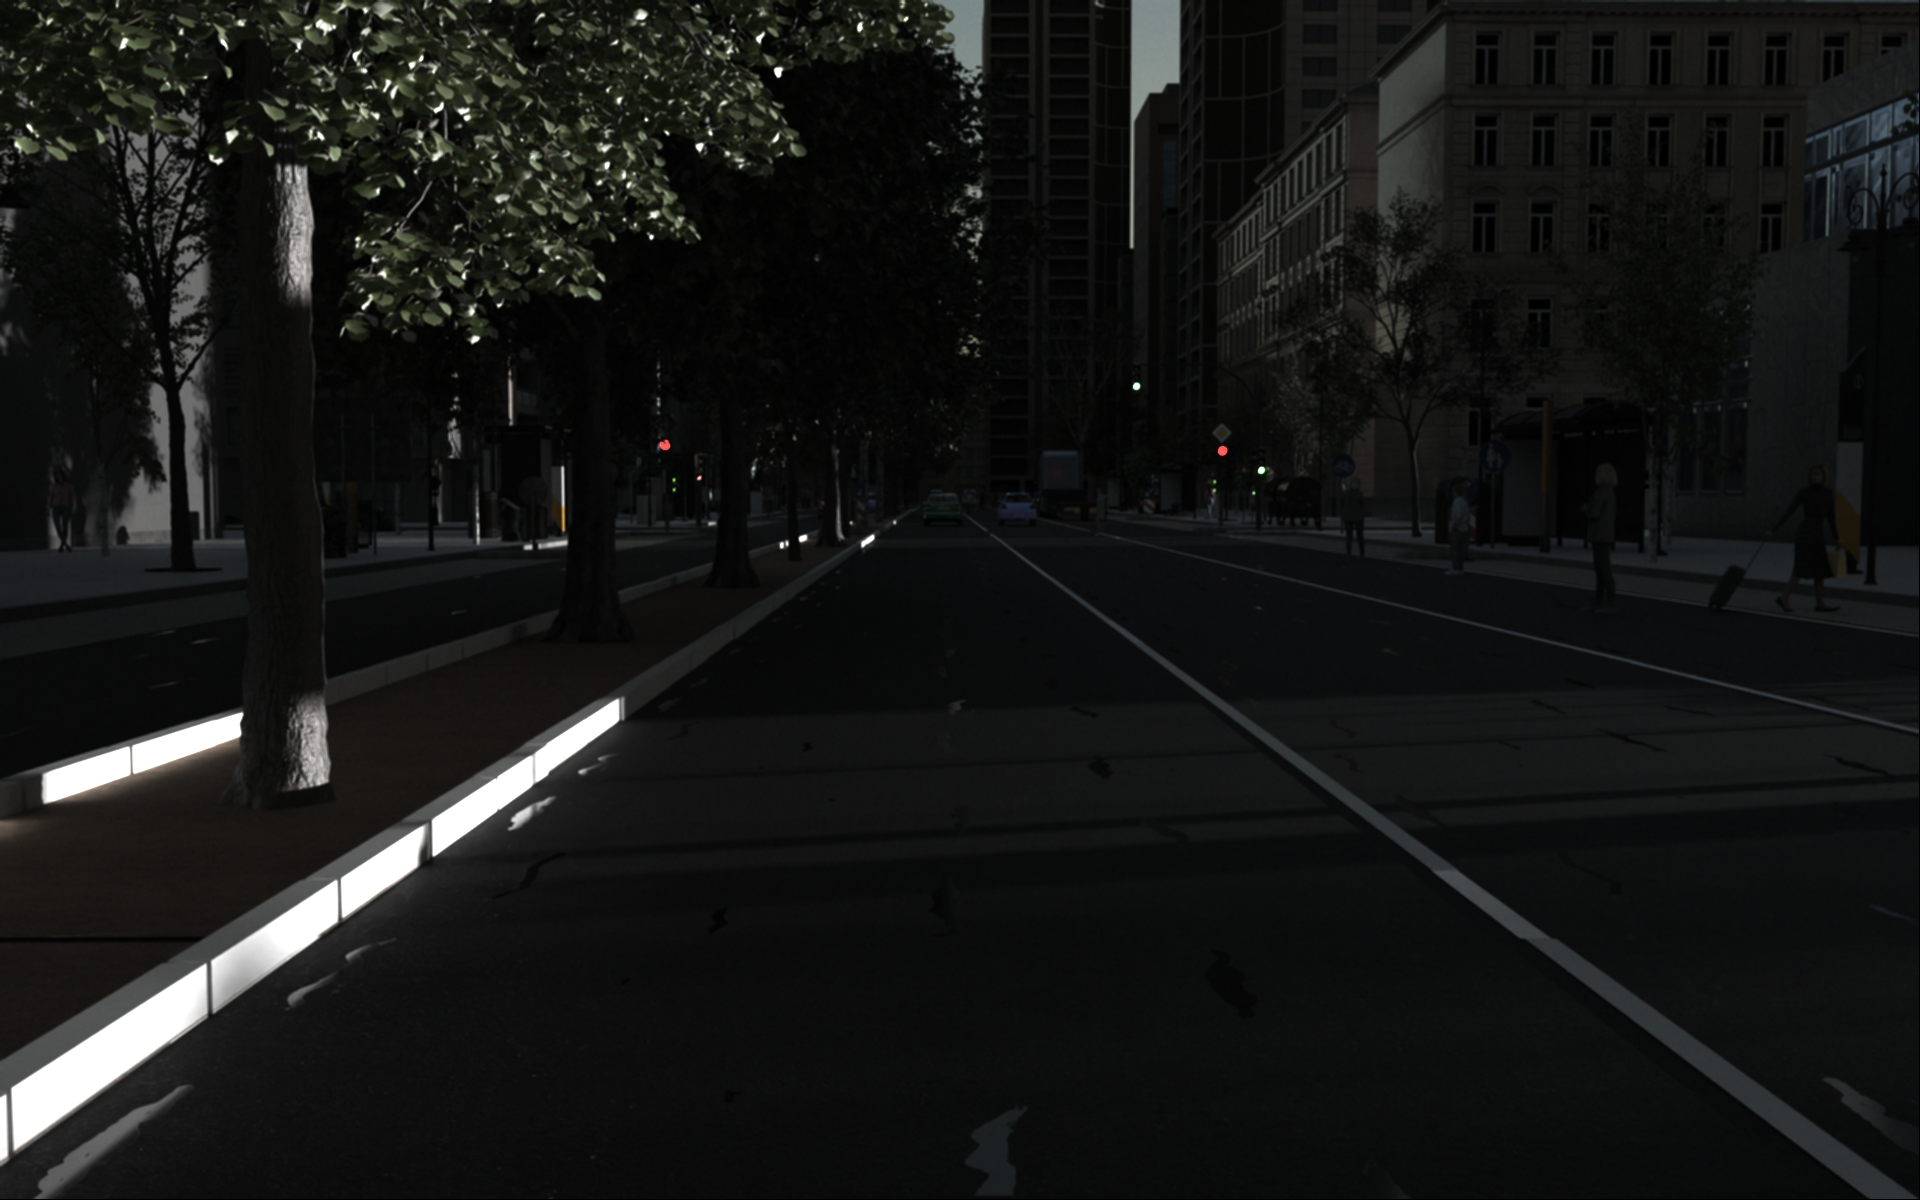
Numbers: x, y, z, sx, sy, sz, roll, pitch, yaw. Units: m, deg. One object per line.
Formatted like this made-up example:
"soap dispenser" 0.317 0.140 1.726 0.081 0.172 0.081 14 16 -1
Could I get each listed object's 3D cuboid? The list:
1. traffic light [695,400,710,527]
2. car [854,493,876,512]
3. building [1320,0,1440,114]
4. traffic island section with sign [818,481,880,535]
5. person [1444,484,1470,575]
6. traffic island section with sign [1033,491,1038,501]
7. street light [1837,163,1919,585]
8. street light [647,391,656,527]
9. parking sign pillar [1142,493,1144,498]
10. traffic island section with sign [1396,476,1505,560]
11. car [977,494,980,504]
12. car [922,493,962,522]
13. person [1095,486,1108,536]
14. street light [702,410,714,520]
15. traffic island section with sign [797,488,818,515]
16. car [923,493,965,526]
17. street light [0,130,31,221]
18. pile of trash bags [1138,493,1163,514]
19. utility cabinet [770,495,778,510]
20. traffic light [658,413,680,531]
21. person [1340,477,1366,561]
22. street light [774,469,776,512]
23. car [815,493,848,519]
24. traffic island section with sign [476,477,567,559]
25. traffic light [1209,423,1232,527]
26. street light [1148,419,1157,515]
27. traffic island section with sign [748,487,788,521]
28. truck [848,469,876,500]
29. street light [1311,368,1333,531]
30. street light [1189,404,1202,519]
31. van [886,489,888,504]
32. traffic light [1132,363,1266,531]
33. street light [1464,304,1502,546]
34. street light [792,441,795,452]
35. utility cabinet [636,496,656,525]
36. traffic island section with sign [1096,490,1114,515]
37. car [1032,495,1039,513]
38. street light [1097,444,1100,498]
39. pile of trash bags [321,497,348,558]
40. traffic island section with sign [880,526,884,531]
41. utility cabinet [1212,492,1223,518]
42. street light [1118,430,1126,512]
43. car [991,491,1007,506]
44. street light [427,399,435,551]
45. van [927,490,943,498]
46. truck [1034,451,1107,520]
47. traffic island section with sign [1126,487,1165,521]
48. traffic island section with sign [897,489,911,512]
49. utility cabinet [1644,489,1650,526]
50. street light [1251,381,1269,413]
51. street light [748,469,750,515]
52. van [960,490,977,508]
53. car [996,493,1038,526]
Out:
"traffic light" -8.175 -5.717 68.147 4.771 5.953 1.251 0 4 -1
"car" -7.462 -7.848 137.900 1.945 1.707 3.694 0 4 -2
"building" 63.427 -49.293 244.199 20.611 71.187 20.563 0 4 -1
"traffic island section with sign" -3.912 -3.206 60.552 2.006 1.907 1.989 0 4 -1
"person" 8.879 -1.257 30.868 0.589 1.601 0.330 -3 5 -45
"traffic island section with sign" 8.599 -11.610 198.447 1.989 1.847 2.006 0 4 -1
"street light" 12.918 -3.156 24.394 0.468 5.910 1.993 0 4 -1
"street light" -12.264 -5.842 68.301 0.468 5.910 1.993 0 4 -1
"parking sign pillar" 13.457 -8.133 121.439 1.447 3.967 1.447 0 4 3
"traffic island section with sign" 10.750 -1.814 38.284 1.989 1.847 2.006 0 4 -1
"car" 1.745 -12.150 207.445 1.959 1.807 4.718 0 4 0
"car" -0.931 -5.041 91.459 2.155 1.783 4.494 0 4 -1
"person" 4.843 -3.062 59.571 0.522 1.701 0.512 -1 4 -10
"street light" -12.518 -6.932 86.120 0.468 5.910 1.993 0 4 -1
"traffic island section with sign" -10.685 -6.841 120.481 1.989 1.847 2.006 0 4 -1
"car" -0.752 -4.298 79.076 1.959 1.807 4.718 0 4 0
"street light" -11.621 -2.924 20.595 0.468 5.910 1.993 0 4 -1
"pile of trash bags" 12.477 -6.210 111.288 1.912 1.369 3.447 1 4 14
"utility cabinet" -15.112 -7.888 140.132 0.306 1.237 1.020 2 4 26
"traffic light" -10.158 -4.353 60.100 0.839 4.253 0.868 0 4 -1
"person" 8.440 -1.745 37.220 0.537 1.800 0.526 2 4 30
"street light" -12.992 -9.099 121.551 0.468 5.910 1.993 0 4 -1
"car" -7.227 -5.549 99.770 2.155 1.783 4.494 0 4 -1
"traffic island section with sign" -9.579 -1.836 38.653 1.989 1.847 2.006 0 4 -1
"traffic light" 10.294 -4.860 68.375 0.839 4.253 0.868 0 4 -1
"street light" 11.822 -8.175 106.448 0.468 5.910 1.993 0 4 -1
"traffic island section with sign" -10.304 -5.171 93.171 1.989 1.847 2.006 0 4 -1
"truck" -8.758 -10.530 161.924 2.967 4.110 18.799 0 4 -2
"street light" 12.511 -5.337 60.055 0.468 5.910 1.993 0 4 -1
"street light" 12.040 -7.091 88.732 0.468 5.910 1.993 0 4 -1
"van" -9.254 -12.265 204.921 2.240 2.365 5.245 0 4 -1
"traffic light" 8.310 -5.233 60.221 4.771 5.953 1.251 0 4 -1
"street light" 12.749 -4.254 42.339 0.468 5.910 1.993 0 4 -1
"street light" -13.376 -10.182 139.265 0.468 5.910 1.993 0 4 -1
"utility cabinet" -13.157 -3.763 72.692 0.306 1.237 1.020 2 4 26
"traffic island section with sign" 9.637 -6.865 120.864 1.989 1.847 2.006 0 4 -1
"car" 6.403 -7.374 129.364 1.959 1.807 4.718 0 4 -1
"street light" 11.311 -10.372 142.368 0.468 5.910 1.993 0 4 -1
"pile of trash bags" -13.154 -1.505 34.355 1.912 1.369 3.447 -1 4 -19
"traffic island section with sign" -4.002 -3.659 67.959 2.006 1.907 1.989 0 4 -1
"utility cabinet" 13.587 -5.051 91.265 0.318 1.500 1.173 1 4 23
"street light" 11.572 -9.258 124.163 0.468 5.910 1.993 0 4 -1
"car" 4.719 -11.890 203.067 2.281 1.827 5.304 0 3 0
"street light" -11.984 -4.055 39.083 0.468 5.910 1.993 0 4 -1
"van" -2.492 -10.683 181.670 2.013 2.044 4.112 0 4 -2
"truck" 6.406 -6.845 101.680 2.967 4.110 18.799 0 4 -2
"traffic island section with sign" 10.003 -5.201 93.656 1.989 1.847 2.006 0 4 -1
"traffic island section with sign" -5.019 -8.254 143.090 2.006 1.907 1.989 0 4 -1
"utility cabinet" 27.662 -3.743 69.884 0.318 1.500 1.173 2 4 28
"street light" 12.297 -6.008 71.017 0.468 5.910 1.993 0 4 -1
"street light" -12.662 -8.015 103.837 0.468 5.910 1.993 0 4 -1
"van" 1.024 -10.621 180.659 2.013 2.044 4.112 0 3 0
"car" 2.625 -4.290 79.731 1.945 1.707 3.694 0 4 0
